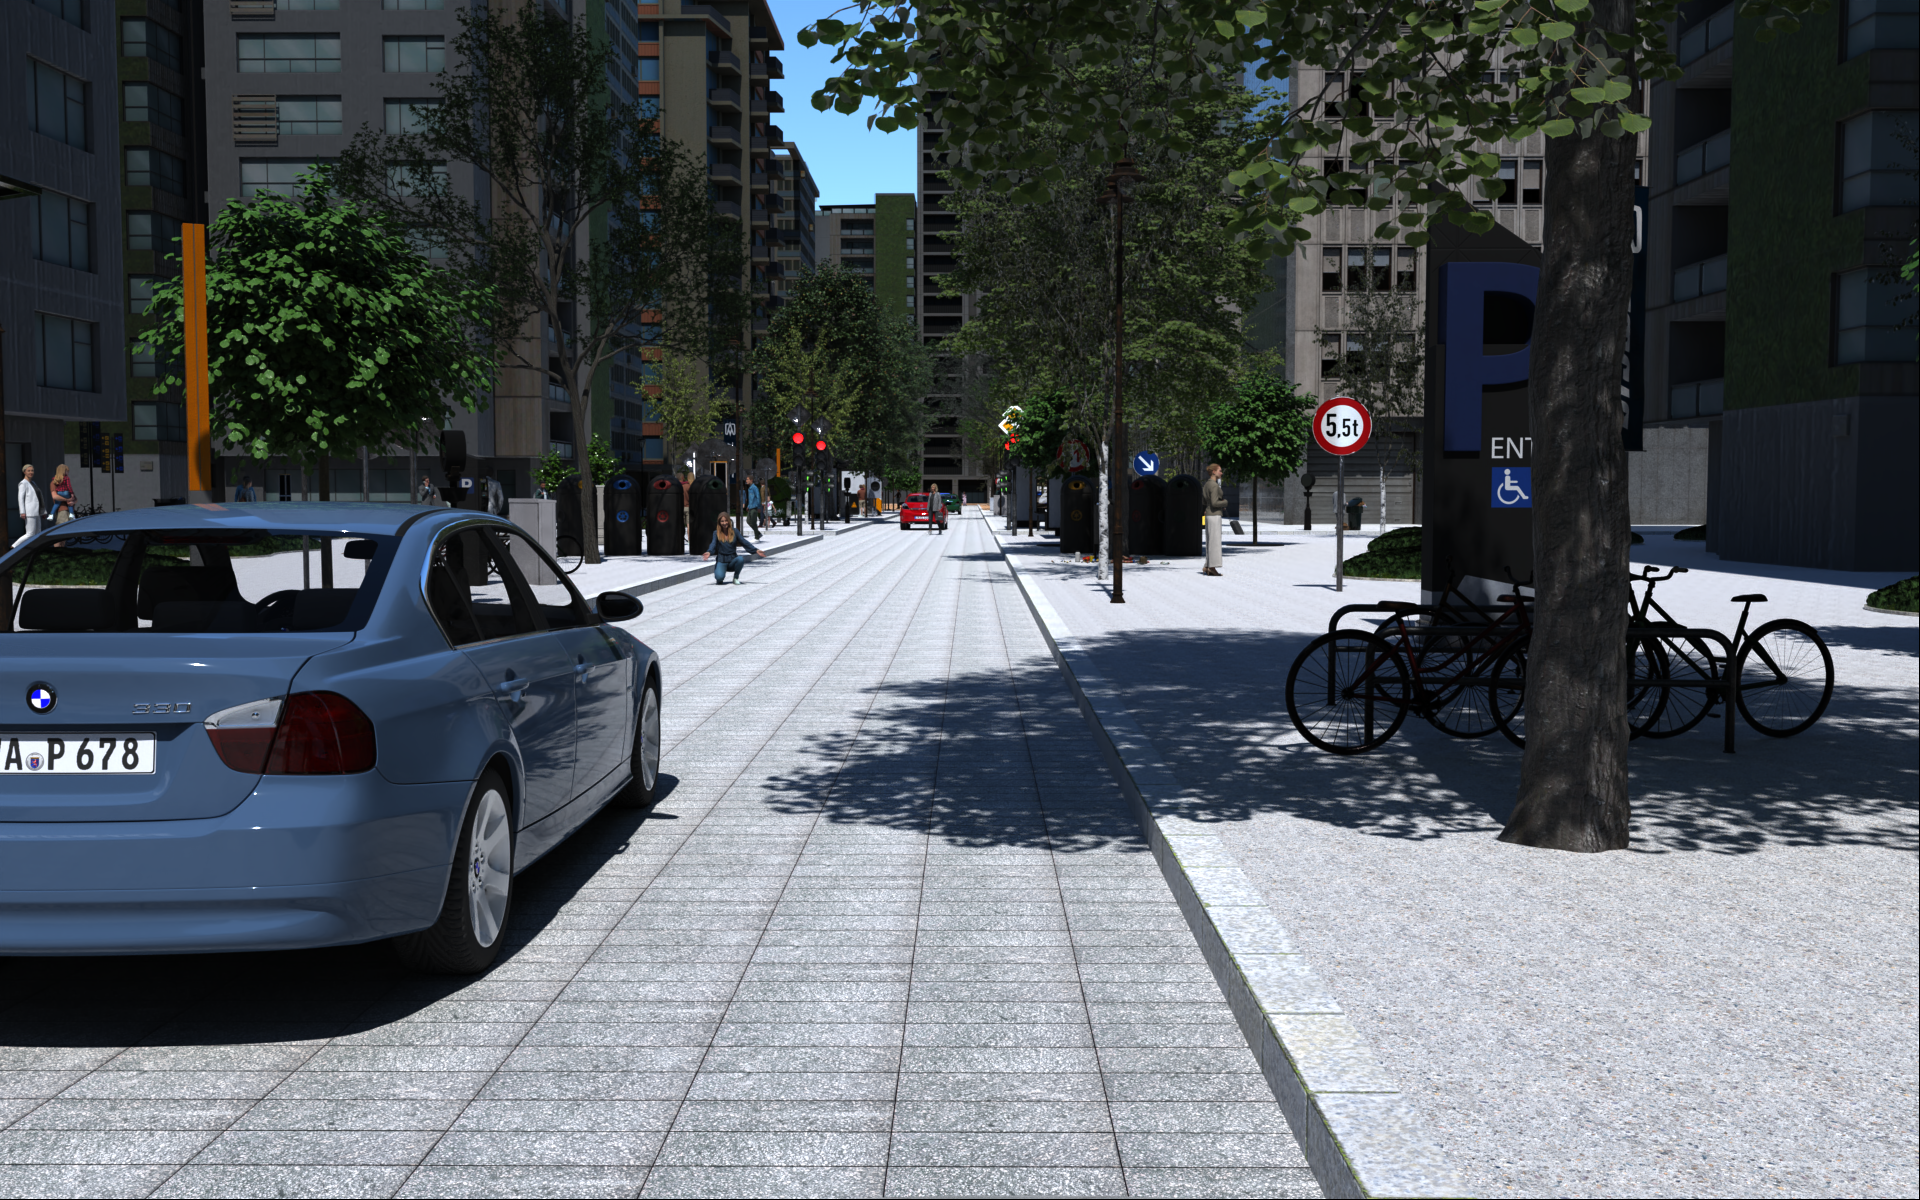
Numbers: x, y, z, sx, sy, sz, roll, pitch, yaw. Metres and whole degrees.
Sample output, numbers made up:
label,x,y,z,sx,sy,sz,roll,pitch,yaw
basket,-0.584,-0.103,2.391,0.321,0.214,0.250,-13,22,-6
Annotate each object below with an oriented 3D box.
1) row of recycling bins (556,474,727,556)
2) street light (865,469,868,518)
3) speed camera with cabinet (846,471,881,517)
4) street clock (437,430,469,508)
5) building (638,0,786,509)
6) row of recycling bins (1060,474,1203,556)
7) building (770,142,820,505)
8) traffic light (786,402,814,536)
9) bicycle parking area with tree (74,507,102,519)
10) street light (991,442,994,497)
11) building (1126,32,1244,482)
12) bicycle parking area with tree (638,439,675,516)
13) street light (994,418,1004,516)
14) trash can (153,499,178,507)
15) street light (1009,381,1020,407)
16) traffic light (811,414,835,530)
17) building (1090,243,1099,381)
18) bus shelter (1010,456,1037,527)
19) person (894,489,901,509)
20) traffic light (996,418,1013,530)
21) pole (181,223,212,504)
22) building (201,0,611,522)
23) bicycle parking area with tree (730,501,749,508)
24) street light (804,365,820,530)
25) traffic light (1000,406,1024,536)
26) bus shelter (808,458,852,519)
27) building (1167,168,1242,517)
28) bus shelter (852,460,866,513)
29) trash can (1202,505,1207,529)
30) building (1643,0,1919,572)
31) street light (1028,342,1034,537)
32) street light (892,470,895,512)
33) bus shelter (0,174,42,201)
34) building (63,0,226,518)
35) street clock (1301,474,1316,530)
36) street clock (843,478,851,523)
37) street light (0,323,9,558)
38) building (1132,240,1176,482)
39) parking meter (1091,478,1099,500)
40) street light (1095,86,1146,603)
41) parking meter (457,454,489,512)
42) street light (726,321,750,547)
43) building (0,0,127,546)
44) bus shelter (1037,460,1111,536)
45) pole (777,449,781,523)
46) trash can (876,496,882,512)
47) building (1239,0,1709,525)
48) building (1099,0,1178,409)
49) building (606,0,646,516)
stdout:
label,x,y,z,sx,sy,sz,roll,pitch,yaw
row of recycling bins,-6.671,-1.790,36.382,3.534,1.692,1.069,-1,4,-11
street light,-5.102,-7.423,94.157,0.468,5.910,1.993,0,4,0
speed camera with cabinet,-5.508,-6.311,97.523,2.038,3.252,0.660,-1,4,-21
street clock,-5.757,-0.926,19.703,0.358,2.002,0.471,-2,4,-26
building,-26.974,-30.314,150.254,22.147,44.769,28.867,0,4,0
row of recycling bins,3.632,-1.824,36.939,3.534,1.692,1.069,3,5,40
building,-27.634,-30.220,185.983,23.993,40.220,32.217,0,4,0
traffic light,-4.907,-3.925,53.093,0.839,4.253,0.868,0,4,0
bicycle parking area with tree,-25.902,-3.572,45.411,9.016,4.147,8.231,0,4,5
street light,2.624,-9.916,134.909,0.468,5.910,1.993,0,4,0
building,21.202,-28.639,151.836,14.154,41.232,14.086,0,4,0
bicycle parking area with tree,-19.032,-6.306,90.110,8.231,4.147,9.016,1,4,16
street light,2.419,-7.965,103.007,0.468,5.910,1.993,0,4,0
trash can,-24.360,-2.536,53.124,0.748,1.137,0.748,0,3,0
street light,2.206,-6.009,71.041,0.468,5.910,1.993,0,4,0
traffic light,-4.854,-4.413,61.078,0.839,4.253,0.868,0,4,0
building,21.397,-25.835,194.102,14.160,30.474,14.107,0,4,0
bus shelter,2.665,-4.305,64.313,2.014,3.302,5.546,0,4,1
person,-5.399,-8.734,149.663,0.721,1.723,1.217,2,4,27
traffic light,1.707,-4.412,61.051,0.839,4.253,0.868,0,4,0
pole,-5.806,-1.184,13.206,0.158,3.312,0.155,0,3,0
building,-24.130,-24.110,77.786,14.154,41.232,14.086,0,4,0
bicycle parking area with tree,-19.015,-8.387,124.136,9.016,4.147,8.231,2,4,35
street light,-5.307,-5.472,62.255,0.468,5.910,1.993,0,4,0
traffic light,1.654,-3.923,53.066,0.839,4.253,0.868,0,4,0
bus shelter,-7.102,-6.023,92.393,2.014,3.302,5.546,0,4,0
building,20.006,-16.227,107.113,13.314,21.916,24.055,0,4,0
bus shelter,-6.247,-6.687,103.249,2.014,3.302,5.546,0,4,0
trash can,8.997,-3.160,63.327,0.748,1.137,0.748,0,3,0
building,21.794,-21.436,34.077,14.154,41.232,14.086,0,4,0
street light,2.139,-4.853,52.141,0.468,5.910,1.993,0,4,0
street light,-4.855,-9.385,126.238,0.468,5.910,1.993,0,4,0
bus shelter,-7.910,-1.164,10.322,1.731,3.624,6.357,0,4,0
building,-38.923,-18.596,75.747,14.107,30.474,14.160,0,4,0
street clock,12.292,-3.462,61.180,0.358,2.002,0.471,-3,5,-45
street clock,-4.932,-4.359,75.840,0.358,2.002,0.471,-1,4,-13
street light,-5.651,-2.281,10.084,0.468,5.910,1.993,0,4,0
building,18.748,-16.705,127.876,10.420,20.320,16.860,0,4,0
parking meter,3.719,-2.513,46.806,0.255,1.863,0.399,-1,4,-17
street light,1.859,-2.902,20.239,0.468,5.910,1.993,0,4,0
parking meter,-6.808,-1.130,24.185,0.399,1.863,0.255,1,4,12
street light,-5.397,-4.232,41.986,0.468,5.910,1.993,0,4,0
building,-25.265,-21.371,33.005,14.086,41.232,14.154,0,4,0
bus shelter,3.411,-3.445,50.256,2.014,3.302,5.546,0,4,0
pole,-8.114,-5.119,77.537,0.158,3.312,0.155,0,3,0
trash can,-5.969,-6.947,125.240,0.748,1.137,0.748,0,3,0
building,23.403,-15.838,76.970,19.932,24.808,12.078,0,4,0
building,28.227,-35.655,172.190,28.713,52.752,27.495,0,4,0
building,-32.754,-25.259,104.863,32.217,40.220,23.993,0,4,0
